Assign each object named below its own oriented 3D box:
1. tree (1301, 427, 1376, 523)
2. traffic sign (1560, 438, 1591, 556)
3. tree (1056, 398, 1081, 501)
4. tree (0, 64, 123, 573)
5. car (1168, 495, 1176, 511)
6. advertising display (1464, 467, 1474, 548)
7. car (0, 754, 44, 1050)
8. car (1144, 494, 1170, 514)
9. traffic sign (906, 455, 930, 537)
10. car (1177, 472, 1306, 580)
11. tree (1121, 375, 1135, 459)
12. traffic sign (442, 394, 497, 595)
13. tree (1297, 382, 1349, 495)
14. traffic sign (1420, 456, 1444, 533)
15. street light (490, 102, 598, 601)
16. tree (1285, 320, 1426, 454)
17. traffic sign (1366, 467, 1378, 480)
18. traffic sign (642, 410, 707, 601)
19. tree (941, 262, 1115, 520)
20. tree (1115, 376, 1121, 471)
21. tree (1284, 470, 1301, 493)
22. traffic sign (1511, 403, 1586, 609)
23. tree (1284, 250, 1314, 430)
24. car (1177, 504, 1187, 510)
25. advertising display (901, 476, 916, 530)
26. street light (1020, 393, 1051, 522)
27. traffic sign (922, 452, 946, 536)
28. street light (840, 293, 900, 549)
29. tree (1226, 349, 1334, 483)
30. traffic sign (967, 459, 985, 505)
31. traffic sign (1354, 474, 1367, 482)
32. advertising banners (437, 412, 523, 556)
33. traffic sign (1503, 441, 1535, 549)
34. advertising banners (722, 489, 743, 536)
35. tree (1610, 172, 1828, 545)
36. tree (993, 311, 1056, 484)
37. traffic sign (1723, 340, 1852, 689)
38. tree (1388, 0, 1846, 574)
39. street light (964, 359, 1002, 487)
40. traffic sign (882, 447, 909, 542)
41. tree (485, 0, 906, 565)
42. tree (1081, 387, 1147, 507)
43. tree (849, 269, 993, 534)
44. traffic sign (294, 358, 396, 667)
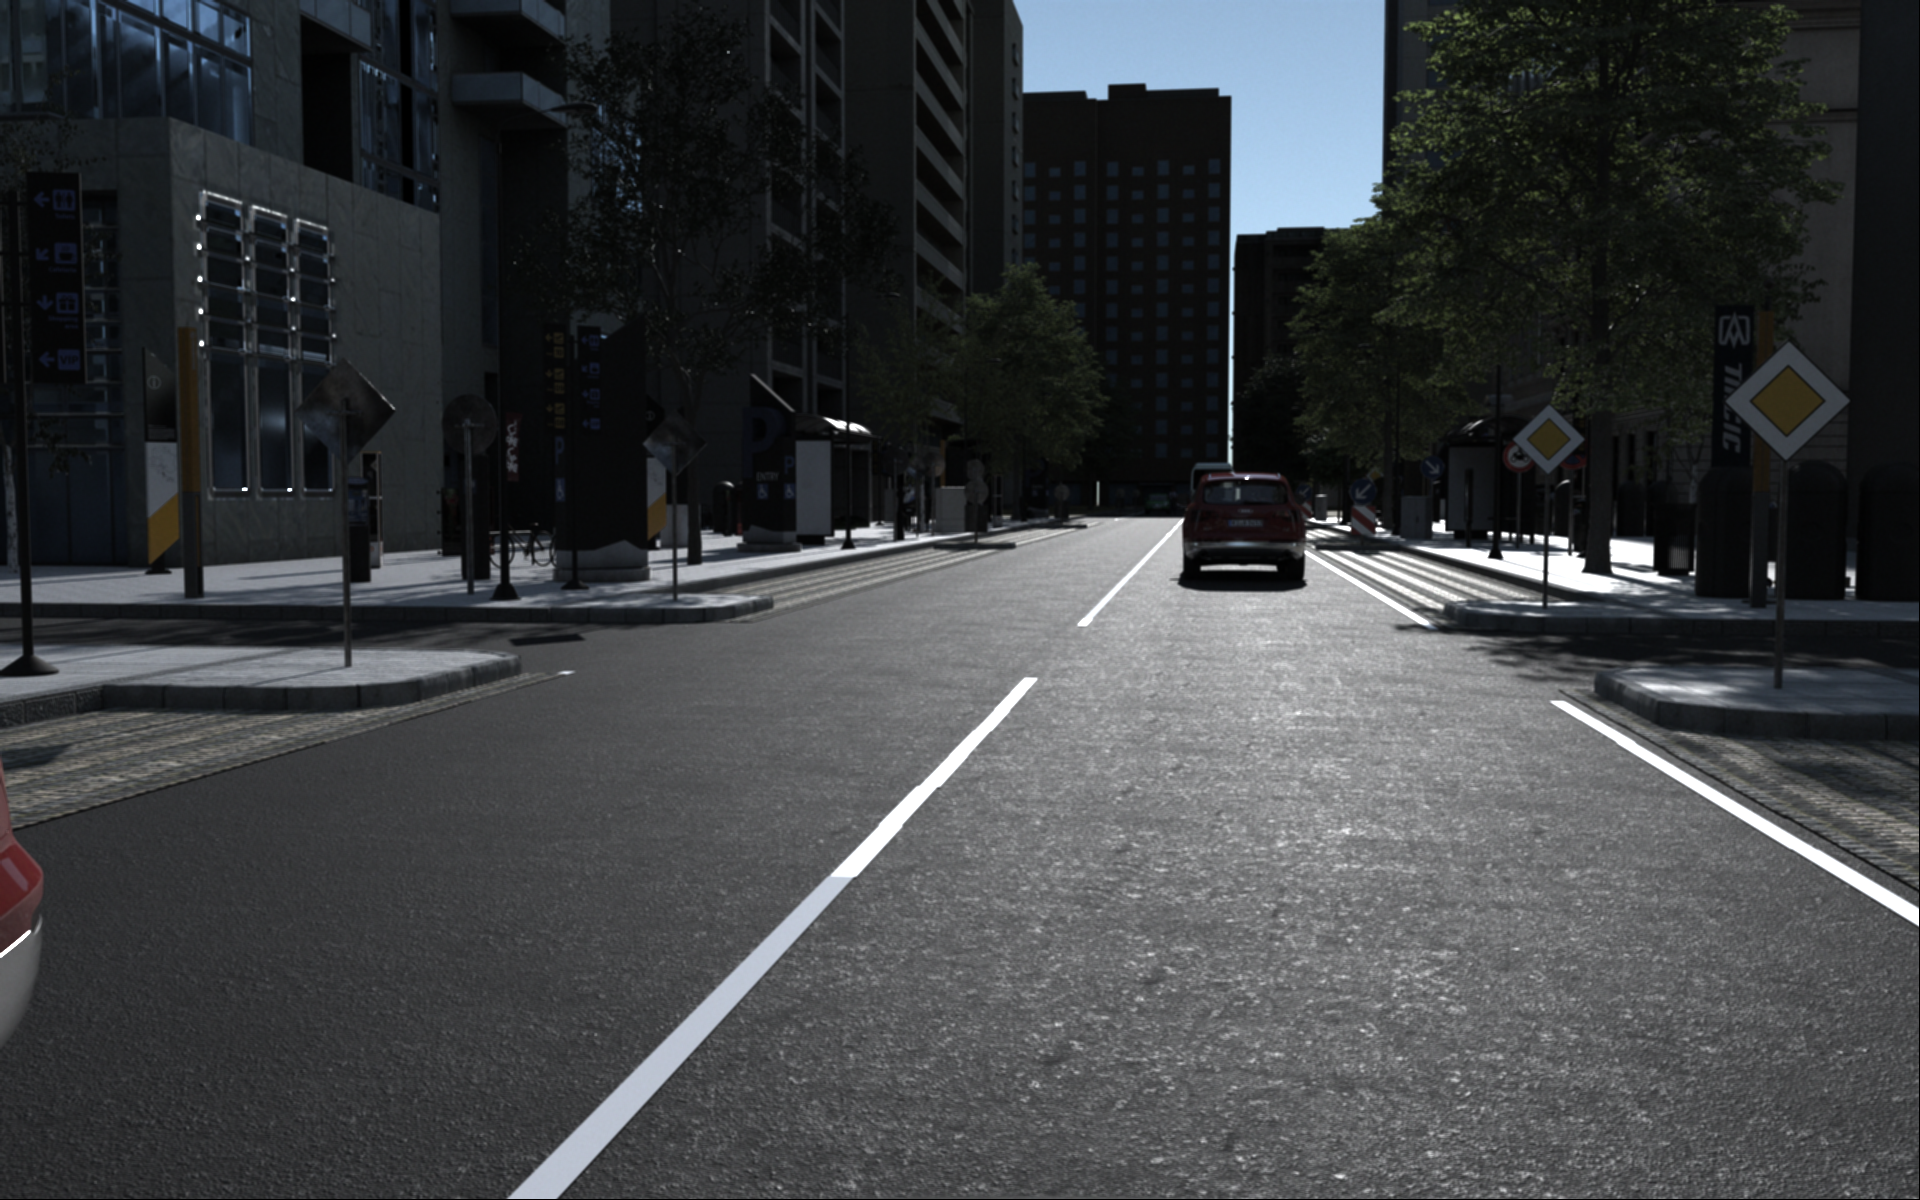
[{"bbox_3d":[16.752,-5.695,76.830,4.285,4.588,4.351,0,3,0],"label":"tree"},{"bbox_3d":[12.706,-2.195,35.998,0.768,2.556,0.104,1,4,11],"label":"traffic sign"},{"bbox_3d":[6.210,-9.775,110.187,4.737,8.622,4.395,0,3,0],"label":"tree"},{"bbox_3d":[-15.383,-4.726,27.629,4.360,8.622,3.978,0,3,0],"label":"tree"},{"bbox_3d":[17.347,-8.185,146.407,1.945,1.354,3.894,1,4,9],"label":"car"},{"bbox_3d":[12.284,-2.239,41.820,0.123,1.923,0.974,1,4,12],"label":"advertising display"},{"bbox_3d":[-2.824,0.477,0.883,2.281,1.827,5.304,0,4,6],"label":"car"},{"bbox_3d":[14.160,-7.028,123.699,1.959,1.807,4.718,1,4,9],"label":"car"},{"bbox_3d":[-1.261,-3.058,51.180,0.795,2.450,0.064,1,4,17],"label":"traffic sign"},{"bbox_3d":[4.966,-1.341,30.597,2.281,1.827,5.304,0,4,8],"label":"car"},{"bbox_3d":[10.346,-13.443,137.914,7.486,12.596,7.792,0,3,0],"label":"tree"},{"bbox_3d":[-6.253,-1.343,22.057,0.768,2.556,0.104,1,4,13],"label":"traffic sign"},{"bbox_3d":[22.248,-9.516,105.944,4.360,8.622,3.978,0,3,0],"label":"tree"},{"bbox_3d":[15.694,-3.516,57.592,0.768,2.556,0.104,1,4,16],"label":"traffic sign"},{"bbox_3d":[-4.982,-2.949,20.754,1.470,5.913,1.316,0,4,8],"label":"street light"},{"bbox_3d":[19.363,-9.185,84.594,7.601,10.594,8.767,1,4,16],"label":"tree"},{"bbox_3d":[17.193,-4.315,71.741,0.795,2.450,0.064,1,4,10],"label":"traffic sign"},{"bbox_3d":[-3.412,-1.044,20.713,0.795,2.450,0.064,0,4,8],"label":"traffic sign"},{"bbox_3d":[2.755,-10.180,84.572,7.486,12.596,7.792,0,3,0],"label":"tree"},{"bbox_3d":[4.951,-11.072,99.159,7.486,12.596,7.792,0,3,0],"label":"tree"},{"bbox_3d":[26.484,-8.789,138.298,1.663,3.219,1.824,0,3,0],"label":"tree"},{"bbox_3d":[6.528,-0.956,19.276,0.795,2.450,0.064,0,4,8],"label":"traffic sign"},{"bbox_3d":[15.530,-8.855,62.908,7.486,12.596,7.792,0,3,0],"label":"tree"},{"bbox_3d":[19.653,-8.877,157.505,2.083,1.381,4.827,1,4,9],"label":"car"},{"bbox_3d":[-1.842,-3.423,61.176,0.123,1.923,0.974,2,4,27],"label":"advertising display"},{"bbox_3d":[3.491,-6.546,79.561,1.470,5.913,1.316,0,4,8],"label":"street light"},{"bbox_3d":[-0.820,-3.200,52.433,0.768,2.556,0.104,1,4,14],"label":"traffic sign"},{"bbox_3d":[-2.079,-4.144,40.298,1.470,5.913,1.316,0,4,8],"label":"street light"},{"bbox_3d":[28.476,-15.081,153.231,9.857,13.997,8.962,0,3,0],"label":"tree"},{"bbox_3d":[0.512,-3.869,63.366,0.768,2.556,0.104,1,4,11],"label":"traffic sign"},{"bbox_3d":[21.383,-5.672,92.839,0.768,2.556,0.104,1,4,10],"label":"traffic sign"},{"bbox_3d":[-10.031,-2.455,36.329,0.090,3.025,2.074,3,5,42],"label":"advertising banners"},{"bbox_3d":[13.120,-2.481,40.672,0.768,2.556,0.104,1,4,8],"label":"traffic sign"},{"bbox_3d":[-6.829,-3.495,53.338,0.090,3.025,2.074,1,4,19],"label":"advertising banners"},{"bbox_3d":[17.270,-5.424,39.042,4.737,8.622,4.395,0,3,0],"label":"tree"},{"bbox_3d":[1.084,-7.240,68.741,4.737,8.622,4.395,0,3,0],"label":"tree"},{"bbox_3d":[5.398,-0.473,11.371,0.795,2.450,0.064,0,4,8],"label":"traffic sign"},{"bbox_3d":[10.319,-6.736,28.257,7.486,12.596,7.792,0,3,0],"label":"tree"},{"bbox_3d":[0.733,-5.340,59.855,1.470,5.913,1.316,0,4,8],"label":"street light"},{"bbox_3d":[-1.749,-2.843,46.588,0.768,2.556,0.104,1,4,17],"label":"traffic sign"},{"bbox_3d":[-4.713,-5.944,31.590,8.767,10.594,7.601,1,4,17],"label":"tree"},{"bbox_3d":[14.115,-14.726,166.523,9.928,11.665,9.643,0,3,0],"label":"tree"},{"bbox_3d":[-1.458,-6.460,55.976,4.737,8.622,4.395,0,3,0],"label":"tree"},{"bbox_3d":[-4.543,-0.561,12.808,0.795,2.450,0.064,0,4,8],"label":"traffic sign"}]
